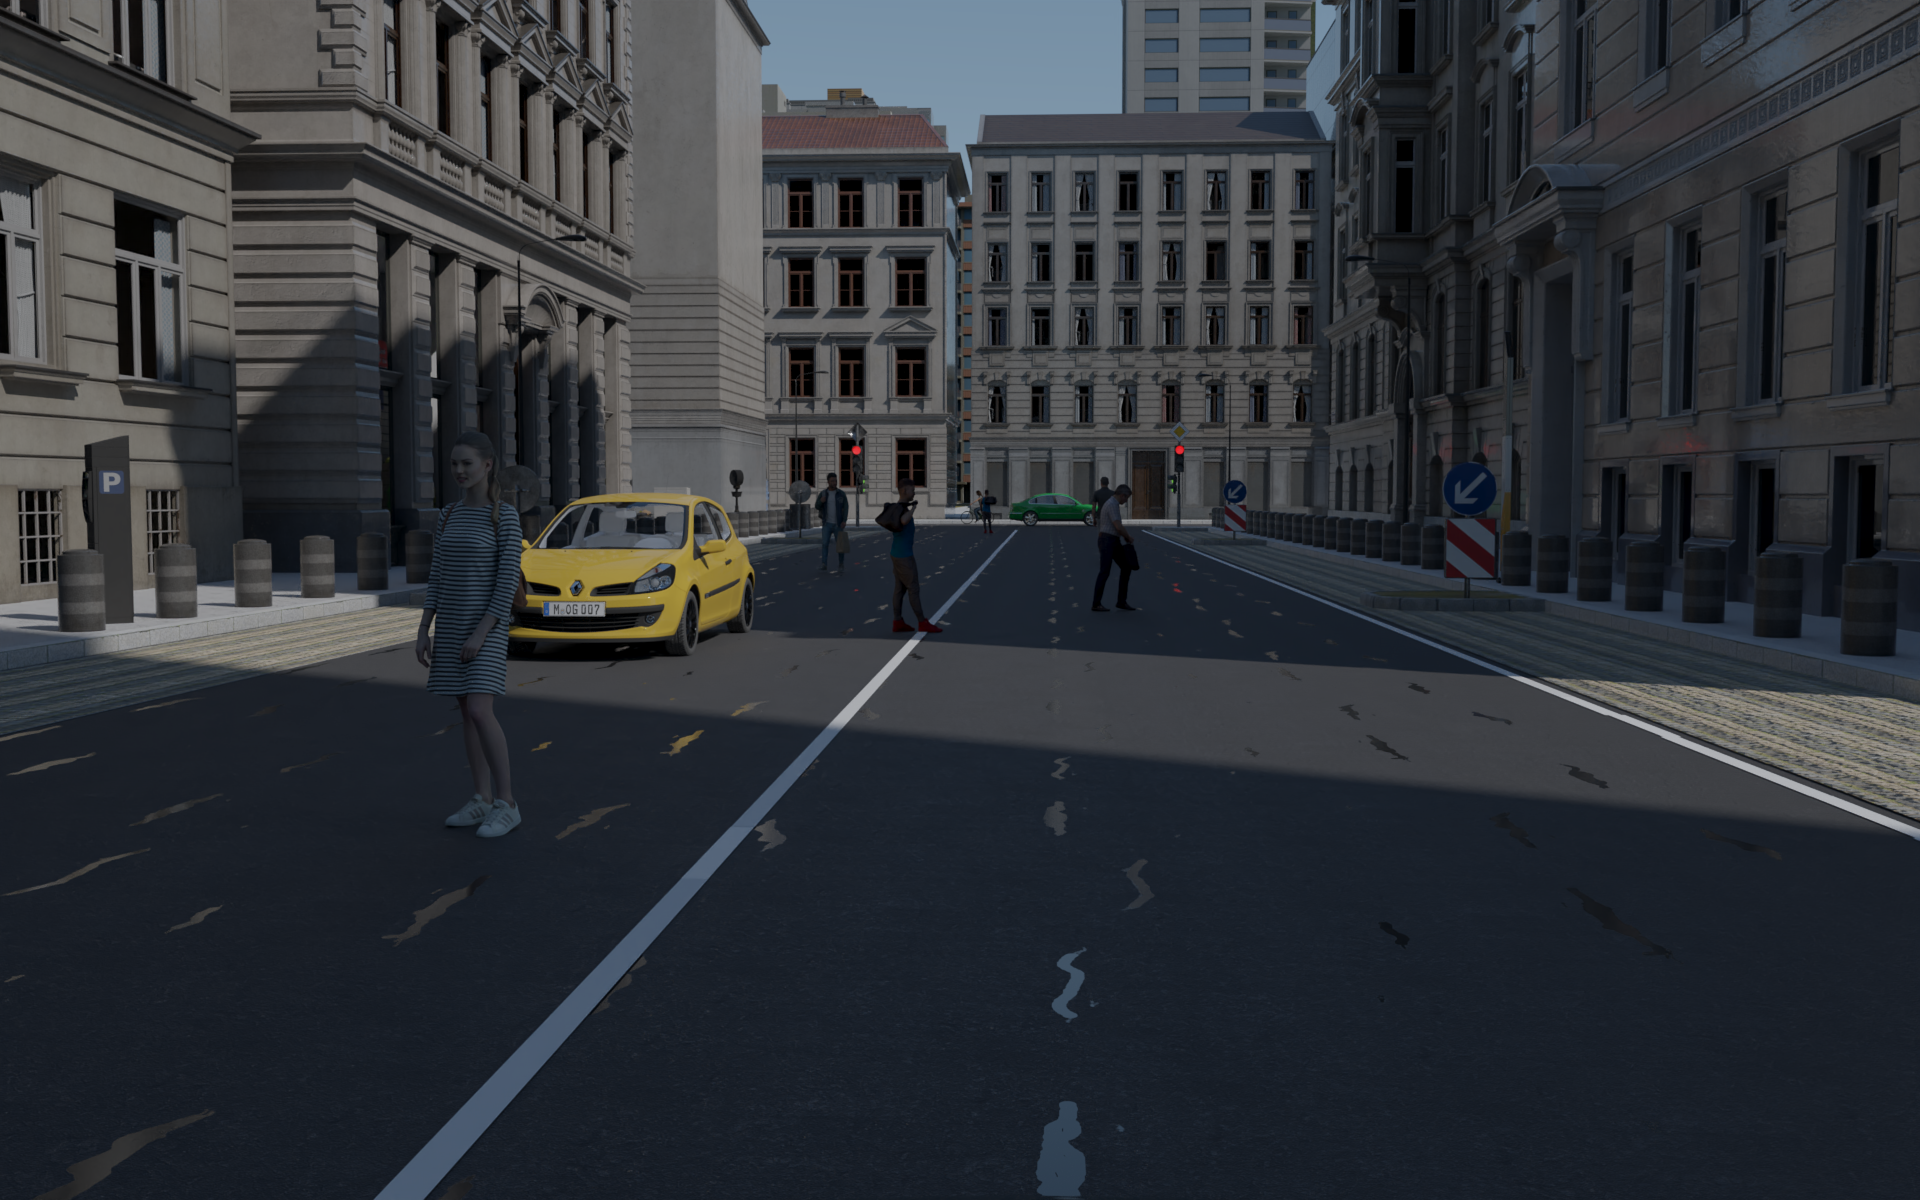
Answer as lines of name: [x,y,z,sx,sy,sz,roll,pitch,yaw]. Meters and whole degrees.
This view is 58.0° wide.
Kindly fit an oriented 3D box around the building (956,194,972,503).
building: [3.386,-36.757,255.606,28.867,44.769,22.147,0,4,3]

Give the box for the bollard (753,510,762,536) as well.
bollard: [-6.339,-2.331,52.836,0.404,0.777,0.398,0,3,0]

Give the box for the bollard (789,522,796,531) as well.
bollard: [-5.977,-2.758,59.816,0.404,0.777,0.398,0,3,0]

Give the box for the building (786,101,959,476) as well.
building: [-15.599,-36.385,214.504,30.456,49.044,23.786,0,4,3]

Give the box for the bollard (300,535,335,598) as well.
bollard: [-7.963,-0.413,21.467,0.404,0.777,0.398,0,3,0]

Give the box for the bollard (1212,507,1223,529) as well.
bollard: [10.075,-3.256,67.948,0.404,0.777,0.398,0,3,0]

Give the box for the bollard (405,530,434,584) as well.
bollard: [-7.780,-0.626,24.954,0.404,0.777,0.398,0,3,0]

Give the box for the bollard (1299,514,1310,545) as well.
bollard: [8.810,-1.763,43.534,0.404,0.777,0.398,0,3,0]

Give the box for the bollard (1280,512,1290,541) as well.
bollard: [8.989,-1.977,47.043,0.404,0.777,0.398,0,3,0]

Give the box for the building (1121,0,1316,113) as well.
building: [28.520,-39.845,193.470,21.231,58.520,28.212,0,4,3]

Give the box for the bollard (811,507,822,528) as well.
bollard: [-5.605,-3.185,66.789,0.404,0.777,0.398,0,3,0]

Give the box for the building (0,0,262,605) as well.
building: [-18.794,-10.908,11.637,16.112,22.955,30.059,0,4,3]

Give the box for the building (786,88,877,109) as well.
building: [-25.391,-43.620,255.186,28.212,58.520,21.231,0,4,3]

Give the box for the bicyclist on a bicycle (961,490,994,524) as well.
bicyclist on a bicycle: [0.823,-4.427,82.403,1.625,1.676,1.499,0,4,2]

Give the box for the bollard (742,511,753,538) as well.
bollard: [-6.428,-2.225,51.095,0.404,0.777,0.398,0,3,0]

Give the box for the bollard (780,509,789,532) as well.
bollard: [-6.065,-2.652,58.076,0.404,0.777,0.398,0,3,0]

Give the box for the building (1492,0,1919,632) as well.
building: [15.313,-14.250,18.891,13.634,28.700,20.117,0,4,3]

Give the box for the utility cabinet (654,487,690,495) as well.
utility cabinet: [-9.503,-2.969,57.227,1.173,1.500,0.318,1,4,15]

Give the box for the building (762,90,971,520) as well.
building: [-10.239,-15.650,92.028,21.152,22.565,11.583,0,4,3]

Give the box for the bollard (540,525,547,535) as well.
bollard: [-7.509,-0.946,30.189,0.404,0.777,0.398,0,3,0]

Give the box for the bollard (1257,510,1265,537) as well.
bollard: [9.256,-2.297,52.275,0.404,0.777,0.398,0,3,0]

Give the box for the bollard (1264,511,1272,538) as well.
bollard: [9.166,-2.191,50.535,0.404,0.777,0.398,0,3,0]

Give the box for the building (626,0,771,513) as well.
building: [-16.604,-13.041,62.367,18.267,20.994,9.793,0,4,3]

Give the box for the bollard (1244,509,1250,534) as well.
bollard: [9.439,-2.511,55.768,0.404,0.777,0.398,0,3,0]

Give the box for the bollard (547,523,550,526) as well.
bollard: [-7.422,-1.053,31.932,0.404,0.777,0.398,0,3,0]

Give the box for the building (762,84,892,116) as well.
building: [-17.946,-29.157,168.605,32.217,40.220,23.993,0,4,3]

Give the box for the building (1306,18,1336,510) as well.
building: [28.732,-16.622,89.786,19.932,24.808,12.078,0,4,3]

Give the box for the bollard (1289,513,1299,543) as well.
bollard: [8.895,-1.870,45.289,0.404,0.777,0.398,0,3,0]

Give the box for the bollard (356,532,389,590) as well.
bollard: [-7.874,-0.520,23.214,0.404,0.777,0.398,0,3,0]

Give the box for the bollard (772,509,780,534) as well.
bollard: [-6.155,-2.545,56.325,0.404,0.777,0.398,0,3,0]

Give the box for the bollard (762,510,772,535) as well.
bollard: [-6.247,-2.438,54.577,0.404,0.777,0.398,0,3,0]

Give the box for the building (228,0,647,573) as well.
building: [-14.012,-12.723,36.906,11.050,23.489,19.941,0,4,3]

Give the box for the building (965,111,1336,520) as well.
building: [9.626,-14.747,90.262,18.267,20.994,9.793,0,4,3]

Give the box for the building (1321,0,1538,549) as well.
building: [18.095,-13.954,47.233,14.460,24.649,34.723,0,4,3]

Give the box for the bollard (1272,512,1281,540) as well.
bollard: [9.079,-2.084,48.783,0.404,0.777,0.398,0,3,0]

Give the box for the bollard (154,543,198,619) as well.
bollard: [-8.142,-0.200,17.987,0.404,0.777,0.398,0,3,0]

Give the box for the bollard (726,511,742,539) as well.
bollard: [-6.517,-2.118,49.348,0.404,0.777,0.398,0,3,0]

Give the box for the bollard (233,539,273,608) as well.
bollard: [-8.052,-0.306,19.727,0.404,0.777,0.398,0,3,0]

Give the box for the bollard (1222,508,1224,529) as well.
bollard: [9.800,-2.936,62.728,0.404,0.777,0.398,0,3,0]

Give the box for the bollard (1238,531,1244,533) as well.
bollard: [9.530,-2.617,57.508,0.404,0.777,0.398,0,3,0]

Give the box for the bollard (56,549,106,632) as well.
bollard: [-8.236,-0.093,16.230,0.404,0.777,0.398,0,3,0]

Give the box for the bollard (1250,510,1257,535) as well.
bollard: [9.347,-2.404,54.015,0.404,0.777,0.398,0,3,0]
